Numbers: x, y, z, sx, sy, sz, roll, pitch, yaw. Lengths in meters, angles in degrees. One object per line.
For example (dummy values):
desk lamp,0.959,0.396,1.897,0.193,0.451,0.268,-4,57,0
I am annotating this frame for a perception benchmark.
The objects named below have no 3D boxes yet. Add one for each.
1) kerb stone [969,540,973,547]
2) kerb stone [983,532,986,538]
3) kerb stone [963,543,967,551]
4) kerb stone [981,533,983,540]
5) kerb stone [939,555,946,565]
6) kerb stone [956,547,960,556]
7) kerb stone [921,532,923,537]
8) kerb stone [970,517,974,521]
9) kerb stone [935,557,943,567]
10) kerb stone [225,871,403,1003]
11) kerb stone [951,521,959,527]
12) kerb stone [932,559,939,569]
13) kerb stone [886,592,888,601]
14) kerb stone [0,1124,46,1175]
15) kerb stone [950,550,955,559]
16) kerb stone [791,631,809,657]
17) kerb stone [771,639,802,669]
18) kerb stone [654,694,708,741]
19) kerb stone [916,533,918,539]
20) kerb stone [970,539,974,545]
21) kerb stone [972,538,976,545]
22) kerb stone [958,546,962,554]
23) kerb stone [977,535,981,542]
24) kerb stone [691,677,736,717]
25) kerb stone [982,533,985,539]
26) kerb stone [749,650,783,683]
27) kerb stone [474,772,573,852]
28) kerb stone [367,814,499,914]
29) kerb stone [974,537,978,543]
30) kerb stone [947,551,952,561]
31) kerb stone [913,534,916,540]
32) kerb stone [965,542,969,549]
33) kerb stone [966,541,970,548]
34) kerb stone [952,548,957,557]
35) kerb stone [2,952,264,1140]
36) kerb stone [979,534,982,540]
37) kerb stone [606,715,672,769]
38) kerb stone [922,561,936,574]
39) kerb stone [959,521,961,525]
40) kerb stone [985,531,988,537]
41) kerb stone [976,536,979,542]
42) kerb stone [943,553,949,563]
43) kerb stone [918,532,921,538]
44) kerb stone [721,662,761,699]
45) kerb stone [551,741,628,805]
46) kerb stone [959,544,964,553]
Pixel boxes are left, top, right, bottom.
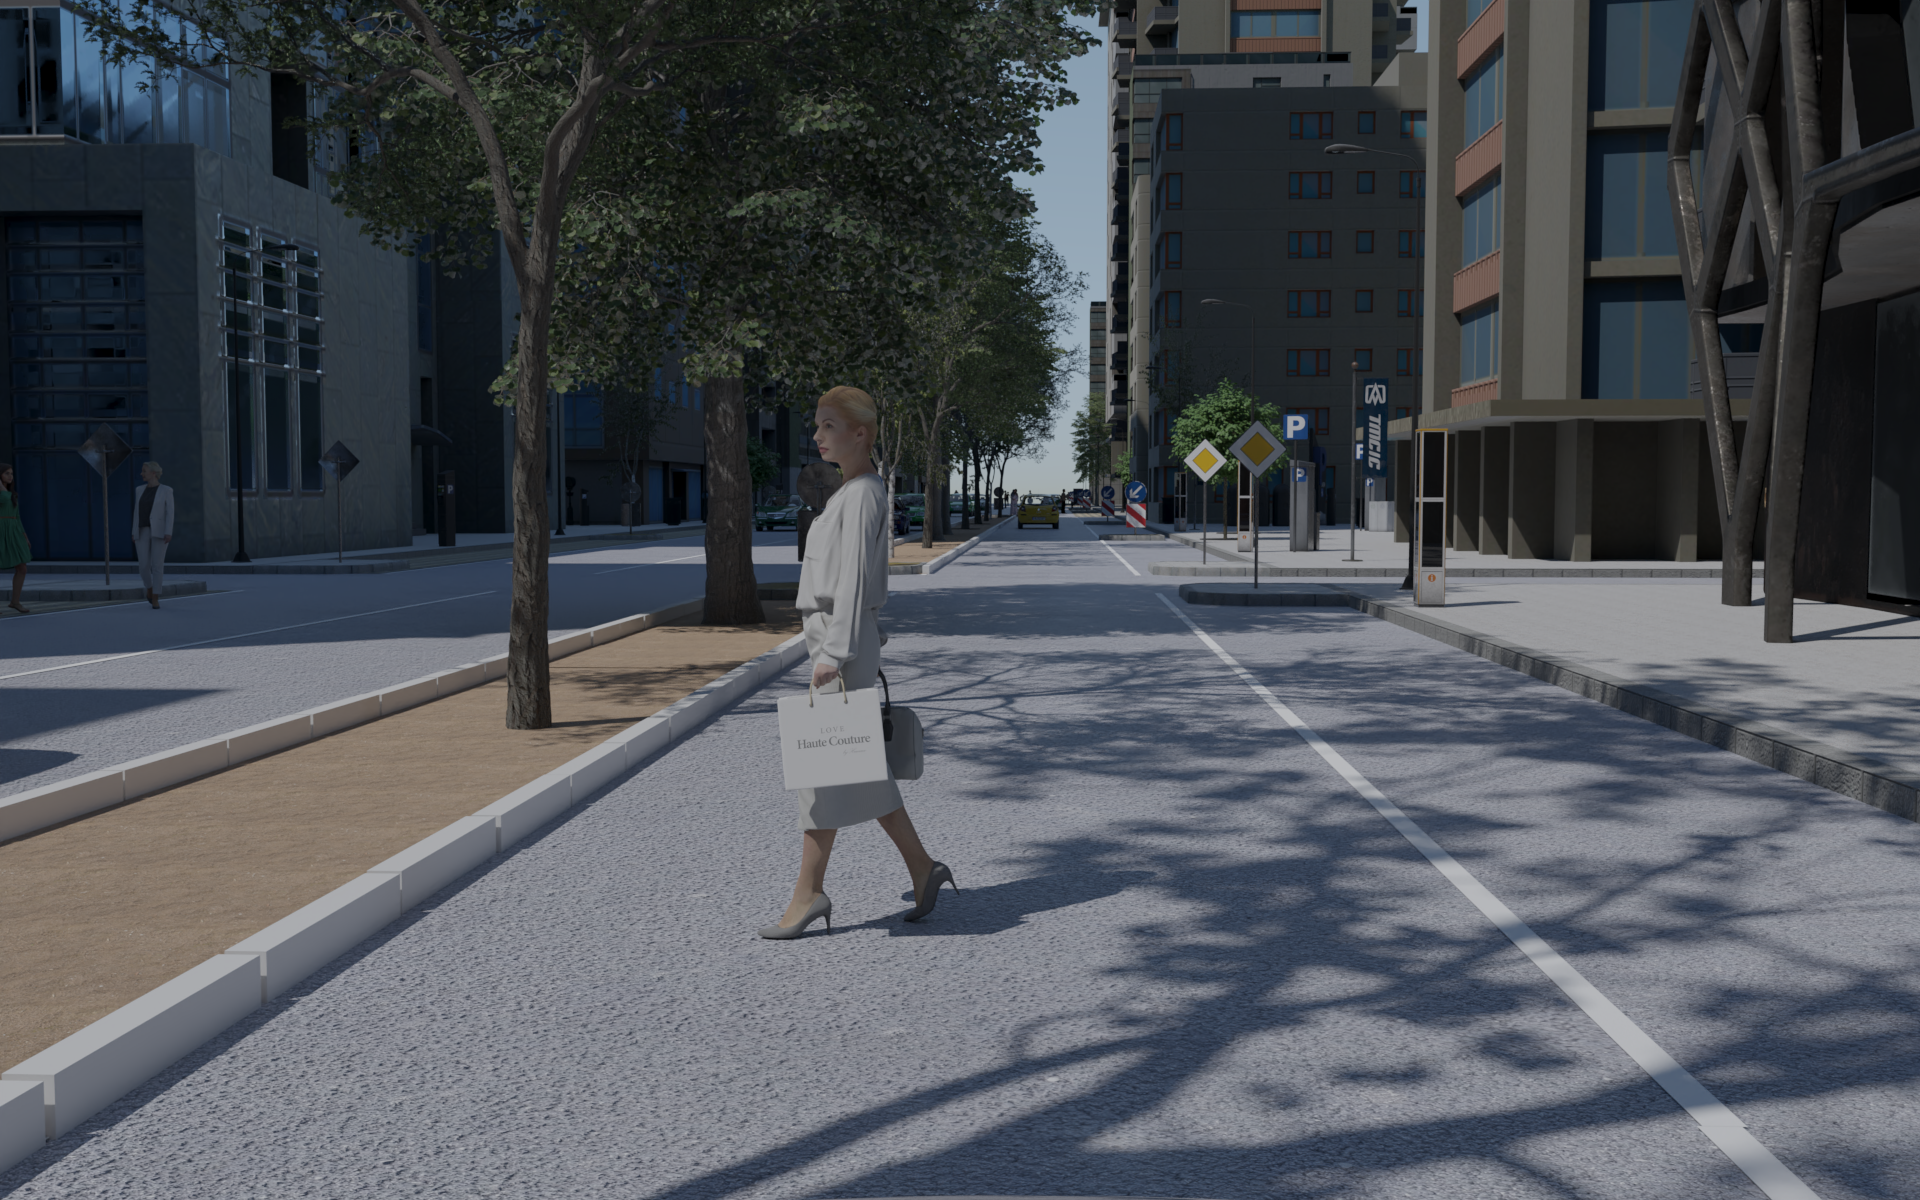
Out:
kerb stone,0.181,-1.443,45.794,0.120,0.150,1.000,0,4,3
kerb stone,0.673,-2.008,55.023,0.120,0.150,1.000,0,4,3
kerb stone,0.021,-1.256,42.728,0.120,0.150,1.000,0,4,3
kerb stone,0.561,-1.877,52.977,0.120,0.150,1.000,0,4,3
kerb stone,-0.429,-0.755,34.543,0.120,0.150,1.000,0,4,3
kerb stone,-0.152,-1.068,39.662,0.120,0.150,1.000,0,4,3
kerb stone,-1.372,-2.077,56.177,0.120,0.150,1.000,0,4,3
kerb stone,0.709,-4.457,95.069,0.120,0.150,1.000,0,4,3
kerb stone,-0.478,-0.693,33.522,0.120,0.150,1.000,0,4,3
kerb stone,-1.982,1.031,5.371,0.120,0.150,1.000,0,4,3
kerb stone,-0.226,-3.394,77.682,0.120,0.150,1.000,0,4,3
kerb stone,-0.533,-0.630,32.499,0.120,0.150,1.000,0,4,3
kerb stone,-1.050,-0.030,22.770,0.120,0.150,1.000,0,4,3
kerb stone,-2.098,1.161,3.311,0.120,0.150,1.000,0,4,3
kerb stone,-0.248,-0.938,37.607,0.120,0.150,1.000,0,4,3
kerb stone,-1.428,0.403,15.605,0.120,0.150,1.000,0,4,3
kerb stone,-1.483,0.466,14.585,0.120,0.150,1.000,0,4,3
kerb stone,-1.702,0.717,10.492,0.120,0.150,1.000,0,4,3
kerb stone,-1.485,-1.952,54.117,0.120,0.150,1.000,0,4,3
kerb stone,0.231,-1.506,46.816,0.120,0.150,1.000,0,4,3
kerb stone,0.295,-1.569,47.848,0.120,0.150,1.000,0,4,3
kerb stone,-0.095,-1.131,40.684,0.120,0.150,1.000,0,4,3
kerb stone,0.450,-1.758,50.931,0.120,0.150,1.000,0,4,3
kerb stone,-1.655,0.656,11.513,0.120,0.150,1.000,0,4,3
kerb stone,0.617,-1.945,53.997,0.120,0.150,1.000,0,4,3
kerb stone,-1.543,0.529,13.562,0.120,0.150,1.000,0,4,3
kerb stone,-1.866,0.904,7.420,0.120,0.150,1.000,0,4,3
kerb stone,-1.934,0.967,6.399,0.120,0.150,1.000,0,4,3
kerb stone,0.341,-1.632,48.878,0.120,0.150,1.000,0,4,3
kerb stone,-0.310,-0.880,36.586,0.120,0.150,1.000,0,4,3
kerb stone,-1.531,-1.890,53.096,0.120,0.150,1.000,0,4,3
kerb stone,0.068,-1.318,43.749,0.120,0.150,1.000,0,4,3
kerb stone,0.119,-1.381,44.770,0.120,0.150,1.000,0,4,3
kerb stone,-0.202,-1.002,38.641,0.120,0.150,1.000,0,4,3
kerb stone,-2.039,1.095,4.340,0.120,0.150,1.000,0,4,3
kerb stone,0.510,-1.820,51.951,0.120,0.150,1.000,0,4,3
kerb stone,-1.761,0.781,9.467,0.120,0.150,1.000,0,4,3
kerb stone,-0.585,-0.565,31.479,0.120,0.150,1.000,0,4,3
kerb stone,-0.161,-3.456,78.702,0.120,0.150,1.000,0,4,3
kerb stone,0.730,-2.069,56.043,0.120,0.150,1.000,0,4,3
kerb stone,0.399,-1.695,49.910,0.120,0.150,1.000,0,4,3
kerb stone,-0.367,-0.815,35.566,0.120,0.150,1.000,0,4,3
kerb stone,-1.418,-2.015,55.148,0.120,0.150,1.000,0,4,3
kerb stone,-1.603,0.592,12.538,0.120,0.150,1.000,0,4,3
kerb stone,-1.814,0.845,8.446,0.120,0.150,1.000,0,4,3
kerb stone,-0.039,-1.193,41.708,0.120,0.150,1.000,0,4,3
